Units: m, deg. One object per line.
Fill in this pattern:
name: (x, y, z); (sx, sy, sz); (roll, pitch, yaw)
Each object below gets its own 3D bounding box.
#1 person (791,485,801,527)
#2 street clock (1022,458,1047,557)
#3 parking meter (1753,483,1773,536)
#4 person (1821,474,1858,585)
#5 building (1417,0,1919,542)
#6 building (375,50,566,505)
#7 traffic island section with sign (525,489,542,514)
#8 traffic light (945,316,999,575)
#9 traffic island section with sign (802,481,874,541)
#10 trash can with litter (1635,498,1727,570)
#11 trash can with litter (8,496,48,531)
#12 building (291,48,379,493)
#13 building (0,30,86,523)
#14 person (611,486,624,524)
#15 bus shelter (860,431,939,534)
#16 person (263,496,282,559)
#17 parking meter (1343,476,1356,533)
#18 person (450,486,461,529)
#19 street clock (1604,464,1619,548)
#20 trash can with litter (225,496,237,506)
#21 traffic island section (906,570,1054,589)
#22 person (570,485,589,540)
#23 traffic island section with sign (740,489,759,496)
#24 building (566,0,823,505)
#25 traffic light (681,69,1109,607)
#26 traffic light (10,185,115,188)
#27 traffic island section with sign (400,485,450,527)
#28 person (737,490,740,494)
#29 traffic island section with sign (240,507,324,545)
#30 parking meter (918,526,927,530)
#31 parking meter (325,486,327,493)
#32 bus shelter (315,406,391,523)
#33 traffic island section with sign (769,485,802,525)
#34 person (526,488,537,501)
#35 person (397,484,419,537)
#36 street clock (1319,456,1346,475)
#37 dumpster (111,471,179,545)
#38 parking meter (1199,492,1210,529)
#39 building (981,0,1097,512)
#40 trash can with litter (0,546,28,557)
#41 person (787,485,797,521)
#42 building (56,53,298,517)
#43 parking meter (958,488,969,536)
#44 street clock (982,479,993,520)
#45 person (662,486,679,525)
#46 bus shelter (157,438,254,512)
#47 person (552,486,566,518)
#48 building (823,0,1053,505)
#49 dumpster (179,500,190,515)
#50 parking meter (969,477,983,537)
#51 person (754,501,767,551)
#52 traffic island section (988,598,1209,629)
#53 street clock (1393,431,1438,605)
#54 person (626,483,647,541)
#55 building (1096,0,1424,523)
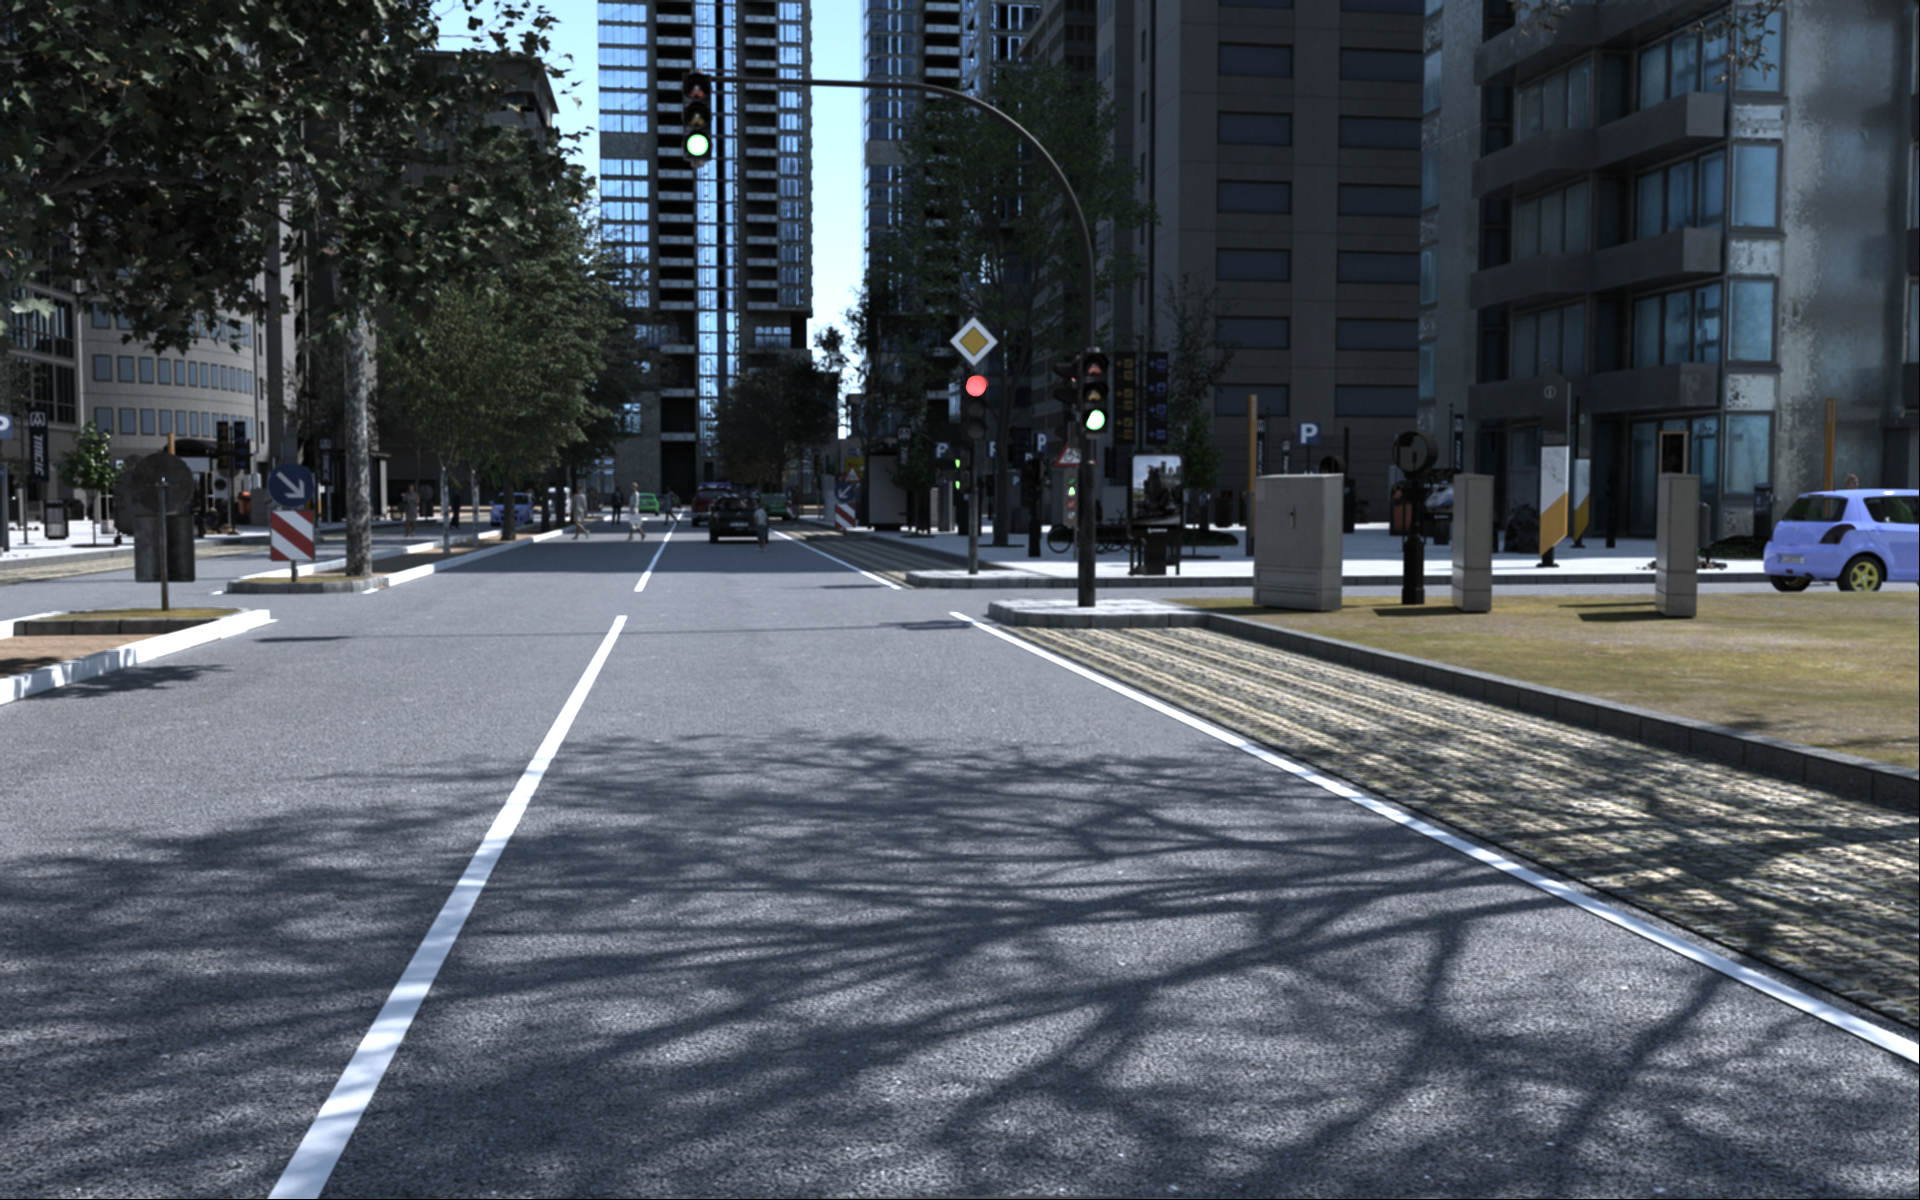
person: (-7.058, -4.037, 74.485); (0.573, 1.828, 0.580); (-3, 5, -41)
street clock: (1.516, -1.873, 35.198); (0.471, 2.002, 0.358); (-2, 4, -23)
parking meter: (18.232, -1.891, 39.332); (0.372, 1.533, 0.369); (0, 3, 0)
person: (13.896, -1.113, 27.365); (0.598, 1.740, 0.731); (2, 4, 23)
building: (31.113, -26.653, 55.381); (30.456, 49.044, 23.786); (-1, 4, -9)
building: (-60.274, -37.750, 206.444); (27.495, 52.752, 28.713); (-1, 4, -9)
traffic island section with sign: (-31.196, -7.165, 125.777); (1.989, 1.847, 2.006); (-1, 4, -9)
traffic light: (0.192, -2.361, 27.528); (0.839, 4.253, 0.868); (-1, 4, -9)
traffic island section with sign: (-3.707, -2.725, 53.174); (1.989, 1.847, 2.006); (-1, 4, -9)
trash can with litter: (12.421, -1.155, 29.946); (2.233, 1.210, 1.678); (-2, 4, -28)
trash can with litter: (-33.091, -3.051, 60.934); (2.233, 1.210, 1.678); (1, 4, 16)
building: (-62.124, -31.927, 145.705); (21.600, 48.544, 21.300); (-1, 4, -9)
building: (-46.424, -16.840, 68.841); (14.314, 27.812, 24.014); (-1, 4, -9)
person: (-16.255, -4.486, 82.025); (0.721, 1.800, 0.419); (-2, 4, -35)
bus shelter: (-2.079, -3.913, 57.896); (2.014, 3.302, 5.546); (-1, 4, -9)
person: (-15.105, -1.800, 38.103); (0.511, 1.800, 0.466); (3, 5, 41)
parking meter: (12.739, -3.123, 56.770); (0.399, 1.863, 0.255); (2, 4, 35)
person: (-20.535, -3.759, 70.383); (0.534, 1.772, 0.576); (-2, 4, -27)
street clock: (15.512, -2.243, 41.239); (0.358, 2.002, 0.471); (1, 4, 15)
trash can with litter: (-40.189, -5.110, 94.940); (0.624, 1.170, 1.055); (3, 4, 36)
traffic island section: (0.234, -0.328, 27.648); (2.009, 0.180, 2.903); (-1, 4, -9)
person: (-11.920, -2.761, 54.385); (0.760, 1.731, 0.466); (2, 4, 26)
traffic island section with sign: (-15.308, -7.314, 128.214); (1.989, 1.847, 2.006); (-1, 4, -9)
building: (-30.878, -54.680, 206.684); (31.000, 86.520, 22.319); (-1, 4, -9)
traffic light: (-0.642, -2.722, 19.178); (4.771, 5.953, 1.251); (-1, 4, -9)
traffic light: (-13.872, -3.102, 25.383); (4.771, 5.953, 1.251); (-1, 4, -9)
traffic island section with sign: (-23.601, -4.154, 76.553); (1.989, 1.847, 2.006); (-1, 4, -9)
person: (-21.931, -10.008, 172.231); (0.705, 1.812, 1.348); (3, 5, 42)
traffic island section with sign: (-19.475, -2.525, 49.915); (1.989, 1.847, 2.006); (-1, 4, -9)
parking meter: (-1.341, -3.389, 61.116); (0.255, 1.863, 0.399); (-2, 4, -33)
parking meter: (-32.264, -5.067, 88.558); (0.399, 1.863, 0.255); (-1, 4, -21)
bus shelter: (-28.775, -6.382, 81.973); (2.179, 5.291, 8.768); (-1, 4, -9)
traffic island section with sign: (-7.882, -4.373, 80.130); (1.989, 1.847, 2.006); (-1, 4, -9)
person: (-30.017, -6.856, 120.584); (0.705, 1.826, 1.348); (2, 4, 33)
person: (-18.452, -3.000, 57.910); (0.716, 1.782, 0.532); (-1, 4, -12)
street clock: (7.118, -1.747, 33.132); (0.358, 2.002, 0.471); (-3, 5, -40)
dumpster: (-20.906, -2.368, 44.479); (1.264, 1.857, 1.865); (-1, 4, -9)
parking meter: (8.699, -3.259, 61.701); (0.372, 1.533, 0.369); (0, 3, 0)
building: (18.375, -26.511, 125.328); (32.217, 40.220, 23.993); (-1, 4, -9)
trash can with litter: (-20.447, -1.496, 35.524); (2.233, 1.210, 1.678); (1, 4, 22)
person: (-7.857, -4.492, 81.722); (0.659, 1.850, 0.755); (-3, 4, -37)
building: (-56.088, -34.629, 108.191); (21.231, 58.520, 28.212); (-1, 4, -9)
parking meter: (0.118, -2.764, 53.605); (0.372, 1.533, 0.369); (0, 3, 0)
street clock: (1.468, -4.891, 84.531); (0.471, 2.002, 0.358); (1, 4, 12)
person: (-13.335, -4.345, 79.631); (0.778, 1.811, 0.616); (-1, 4, -20)
bus shelter: (-28.473, -4.386, 65.627); (2.014, 3.302, 5.546); (-1, 4, -9)
person: (-18.358, -4.318, 79.206); (0.635, 1.810, 0.391); (-3, 4, -38)
building: (-0.169, -54.940, 210.942); (31.000, 86.520, 22.319); (-1, 4, -9)
dumpster: (-24.056, -3.055, 52.441); (1.502, 2.255, 1.985); (-1, 4, -9)
parking meter: (0.486, -2.853, 52.363); (0.399, 1.863, 0.255); (0, 4, 4)
person: (-5.000, -1.848, 43.395); (0.332, 1.250, 0.352); (0, 4, 7)
traffic island section: (1.453, 0.154, 19.756); (2.009, 0.180, 2.903); (-1, 4, -9)
street clock: (5.274, -0.950, 20.101); (0.358, 2.002, 0.471); (-3, 5, -43)
person: (-9.933, -2.705, 53.076); (0.624, 1.780, 0.694); (-1, 4, -8)
building: (17.907, -33.584, 91.091); (21.231, 58.520, 28.212); (-1, 4, -9)
